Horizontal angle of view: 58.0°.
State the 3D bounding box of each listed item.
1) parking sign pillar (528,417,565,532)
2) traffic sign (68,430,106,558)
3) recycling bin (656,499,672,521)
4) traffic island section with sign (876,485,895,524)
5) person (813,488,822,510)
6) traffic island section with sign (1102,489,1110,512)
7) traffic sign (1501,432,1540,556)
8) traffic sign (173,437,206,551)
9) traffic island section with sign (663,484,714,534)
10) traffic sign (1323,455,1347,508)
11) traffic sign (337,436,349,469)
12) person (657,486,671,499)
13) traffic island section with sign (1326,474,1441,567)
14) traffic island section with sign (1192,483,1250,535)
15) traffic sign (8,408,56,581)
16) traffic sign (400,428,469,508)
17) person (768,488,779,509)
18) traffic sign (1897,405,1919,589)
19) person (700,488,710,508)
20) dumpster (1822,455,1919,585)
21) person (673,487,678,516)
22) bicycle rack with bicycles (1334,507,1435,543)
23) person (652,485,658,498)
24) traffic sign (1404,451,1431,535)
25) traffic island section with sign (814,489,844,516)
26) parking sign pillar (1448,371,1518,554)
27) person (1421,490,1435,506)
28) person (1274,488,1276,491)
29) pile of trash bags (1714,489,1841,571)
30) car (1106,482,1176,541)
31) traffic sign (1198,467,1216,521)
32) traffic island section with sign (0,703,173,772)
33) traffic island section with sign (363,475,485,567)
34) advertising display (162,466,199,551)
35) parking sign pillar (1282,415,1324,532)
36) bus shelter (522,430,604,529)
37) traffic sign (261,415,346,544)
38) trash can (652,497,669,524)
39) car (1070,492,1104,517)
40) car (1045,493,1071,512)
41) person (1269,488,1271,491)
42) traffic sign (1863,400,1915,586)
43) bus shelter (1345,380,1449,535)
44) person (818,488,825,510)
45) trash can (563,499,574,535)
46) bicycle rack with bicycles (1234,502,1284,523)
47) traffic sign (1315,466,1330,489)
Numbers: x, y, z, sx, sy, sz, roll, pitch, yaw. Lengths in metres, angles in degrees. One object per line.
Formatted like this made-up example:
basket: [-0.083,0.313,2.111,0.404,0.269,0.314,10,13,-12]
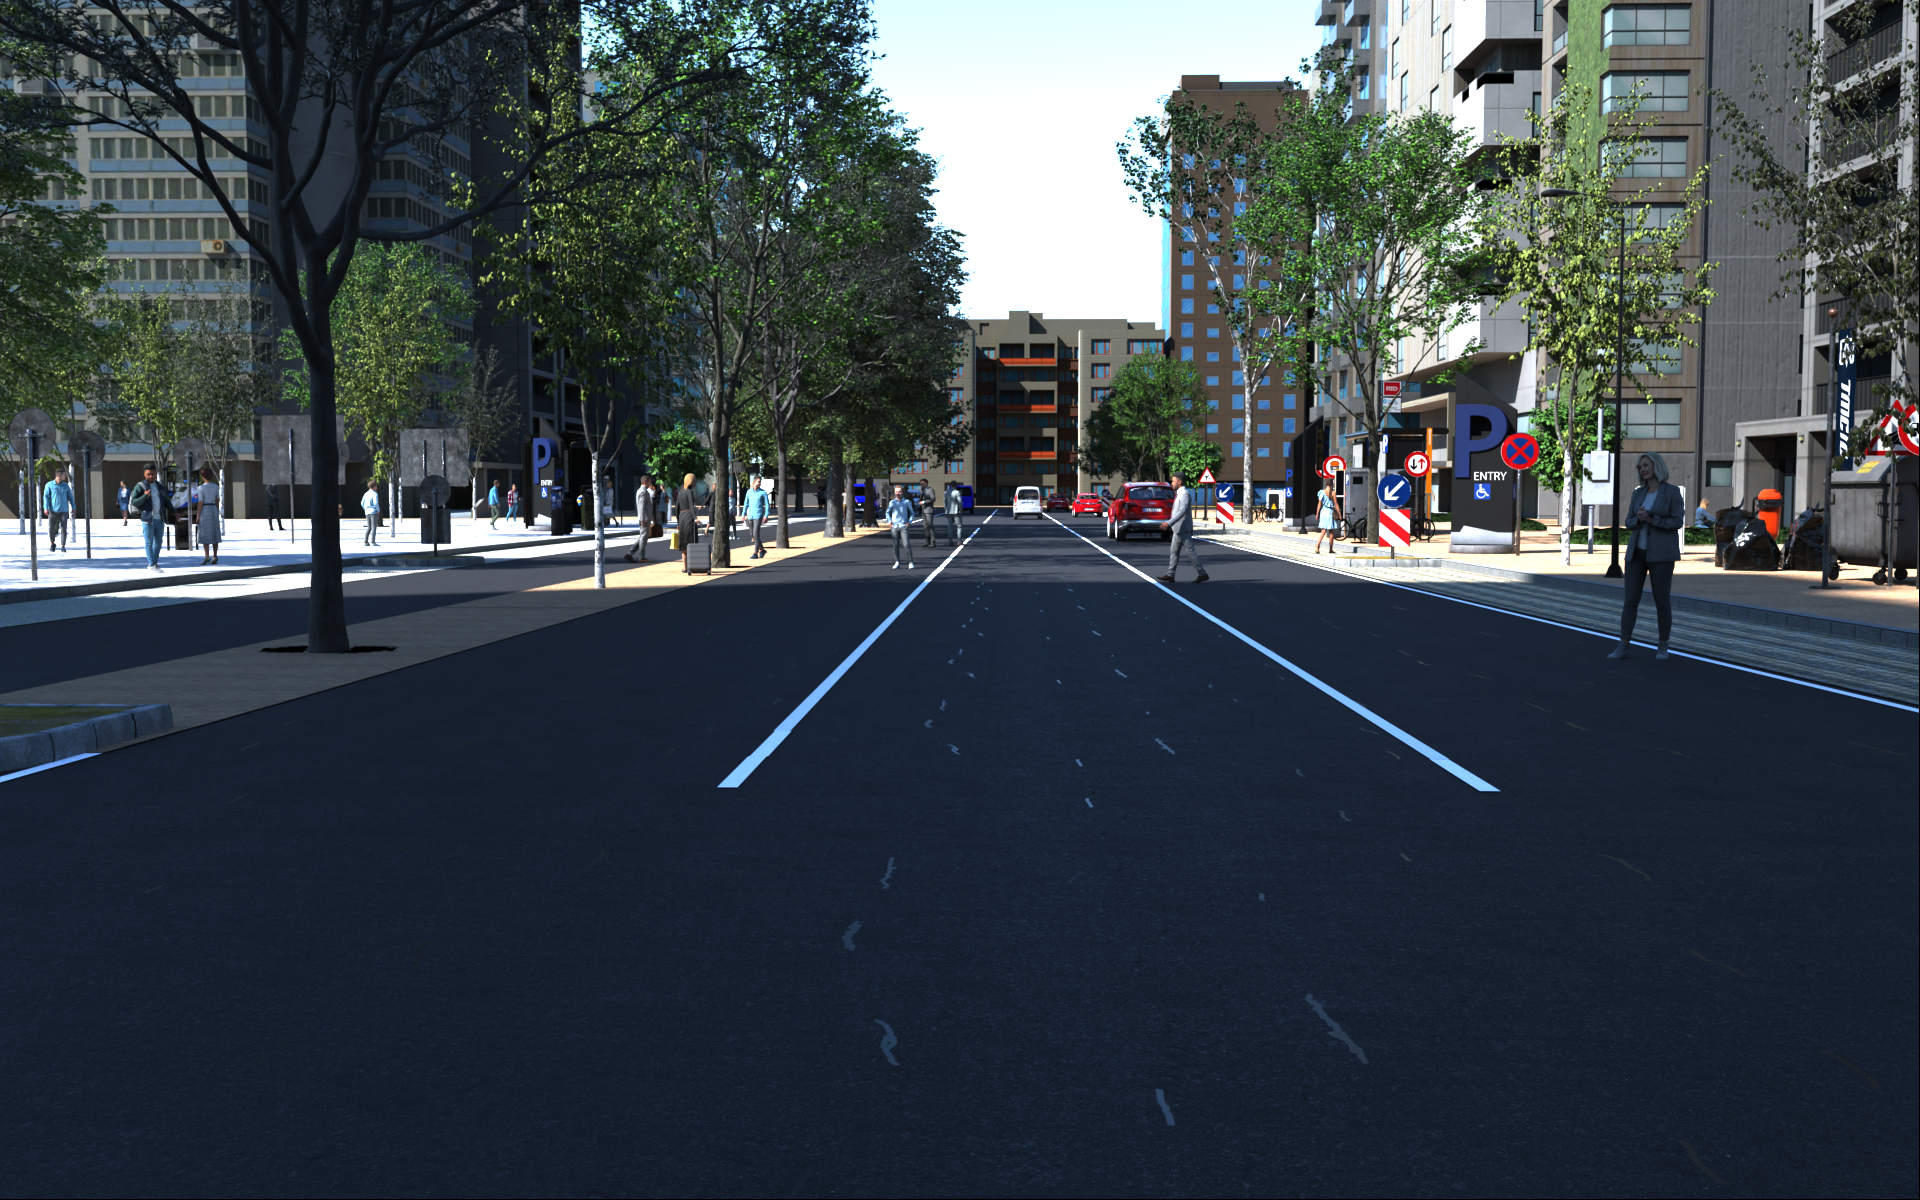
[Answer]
parking sign pillar: [-14.176,-4.359,59.742,1.447,3.967,1.447,3,5,44]
traffic sign: [-17.414,-2.106,34.542,0.768,2.556,0.104,0,4,3]
recycling bin: [-14.054,-4.251,82.064,0.722,1.027,0.722,-1,4,-13]
traffic island section with sign: [-3.559,-4.678,84.622,2.006,1.907,1.989,0,4,2]
person: [-11.409,-8.091,138.855,0.750,1.759,0.617,-2,4,-26]
traffic island section with sign: [11.523,-7.953,138.652,1.989,1.847,2.006,0,4,2]
traffic sign: [11.603,-2.192,35.944,0.768,2.556,0.104,1,4,11]
traffic sign: [-17.326,-2.375,38.941,0.768,2.556,0.104,0,4,4]
traffic island section with sign: [-9.893,-3.300,62.580,1.989,1.847,2.006,0,4,2]
traffic sign: [12.195,-3.446,56.451,0.768,2.556,0.104,0,4,4]
traffic sign: [-13.536,-2.278,37.347,0.768,2.556,0.104,0,4,6]
person: [-19.341,-6.492,112.196,1.348,1.822,0.705,-3,4,-38]
traffic island section with sign: [8.394,-1.589,34.603,1.989,1.847,2.006,0,4,2]
traffic island section with sign: [9.202,-3.237,61.547,1.989,1.847,2.006,0,4,2]
traffic sign: [-13.721,-1.560,25.606,0.768,2.556,0.104,1,4,9]
traffic sign: [-16.375,-3.673,53.932,2.265,3.308,0.079,1,4,10]
person: [-15.718,-8.550,145.790,1.348,1.831,0.705,0,4,-6]
traffic sign: [12.928,-1.416,23.255,0.768,2.556,0.104,0,4,3]
person: [-23.411,-9.443,160.525,1.350,1.814,0.705,-2,4,-27]
dumpster: [13.477,-1.177,24.997,1.264,1.857,1.865,0,4,2]
person: [-16.703,-5.852,102.436,0.721,1.743,1.217,-1,4,-13]
bicycle rack with bicycles: [11.517,-2.054,46.963,2.925,0.926,2.852,1,4,9]
person: [-15.852,-5.058,89.461,0.721,1.735,1.217,0,4,-6]
traffic sign: [13.574,-3.140,51.443,0.768,2.556,0.104,0,4,6]
traffic island section with sign: [-8.401,-6.335,112.210,1.989,1.847,2.006,0,4,2]
parking sign pillar: [11.359,-3.000,37.523,1.447,3.967,1.447,2,4,27]
person: [24.758,-5.236,91.654,0.705,1.823,1.348,-1,4,-20]
person: [25.675,-8.265,141.698,0.617,1.759,0.750,-2,4,-28]
pile of trash bags: [14.182,-1.252,30.215,1.912,1.369,3.447,1,4,21]
car: [5.763,-2.782,54.165,2.281,1.827,5.304,0,4,1]
traffic sign: [11.781,-5.055,82.645,0.884,2.594,0.081,0,4,5]
traffic island section with sign: [-5.814,-0.084,9.517,2.006,1.907,1.989,0,4,2]
traffic island section with sign: [-10.729,-1.609,34.943,1.989,1.847,2.006,0,4,2]
advertising display: [-17.813,-2.106,39.654,0.123,1.923,0.974,1,4,21]
parking sign pillar: [11.730,-4.315,59.024,1.447,3.967,1.447,-2,4,-29]
bus shelter: [-15.218,-4.628,66.956,1.731,3.624,6.357,0,4,2]
traffic sign: [-16.912,-3.102,44.598,2.265,3.308,0.079,0,4,8]
trash can: [-12.530,-3.713,72.364,0.748,1.137,0.748,0,3,0]
car: [7.971,-6.070,108.286,2.155,1.783,4.494,0,4,2]
car: [7.868,-7.948,138.989,2.155,1.783,4.494,0,4,2]
person: [24.807,-8.060,138.382,0.434,1.755,0.990,0,4,5]
traffic sign: [12.931,-1.468,24.012,0.884,2.594,0.081,0,4,2]
bus shelter: [14.478,-4.968,58.867,2.179,5.291,8.768,0,4,2]
person: [-10.764,-7.957,136.931,1.217,1.735,0.721,2,4,30]
trash can: [-12.600,-2.648,54.945,0.748,1.137,0.748,0,3,0]
bicycle rack with bicycles: [13.447,-3.963,78.184,2.852,0.926,2.925,-1,4,-10]
traffic sign: [12.236,-3.530,57.829,0.768,2.556,0.104,0,4,3]
